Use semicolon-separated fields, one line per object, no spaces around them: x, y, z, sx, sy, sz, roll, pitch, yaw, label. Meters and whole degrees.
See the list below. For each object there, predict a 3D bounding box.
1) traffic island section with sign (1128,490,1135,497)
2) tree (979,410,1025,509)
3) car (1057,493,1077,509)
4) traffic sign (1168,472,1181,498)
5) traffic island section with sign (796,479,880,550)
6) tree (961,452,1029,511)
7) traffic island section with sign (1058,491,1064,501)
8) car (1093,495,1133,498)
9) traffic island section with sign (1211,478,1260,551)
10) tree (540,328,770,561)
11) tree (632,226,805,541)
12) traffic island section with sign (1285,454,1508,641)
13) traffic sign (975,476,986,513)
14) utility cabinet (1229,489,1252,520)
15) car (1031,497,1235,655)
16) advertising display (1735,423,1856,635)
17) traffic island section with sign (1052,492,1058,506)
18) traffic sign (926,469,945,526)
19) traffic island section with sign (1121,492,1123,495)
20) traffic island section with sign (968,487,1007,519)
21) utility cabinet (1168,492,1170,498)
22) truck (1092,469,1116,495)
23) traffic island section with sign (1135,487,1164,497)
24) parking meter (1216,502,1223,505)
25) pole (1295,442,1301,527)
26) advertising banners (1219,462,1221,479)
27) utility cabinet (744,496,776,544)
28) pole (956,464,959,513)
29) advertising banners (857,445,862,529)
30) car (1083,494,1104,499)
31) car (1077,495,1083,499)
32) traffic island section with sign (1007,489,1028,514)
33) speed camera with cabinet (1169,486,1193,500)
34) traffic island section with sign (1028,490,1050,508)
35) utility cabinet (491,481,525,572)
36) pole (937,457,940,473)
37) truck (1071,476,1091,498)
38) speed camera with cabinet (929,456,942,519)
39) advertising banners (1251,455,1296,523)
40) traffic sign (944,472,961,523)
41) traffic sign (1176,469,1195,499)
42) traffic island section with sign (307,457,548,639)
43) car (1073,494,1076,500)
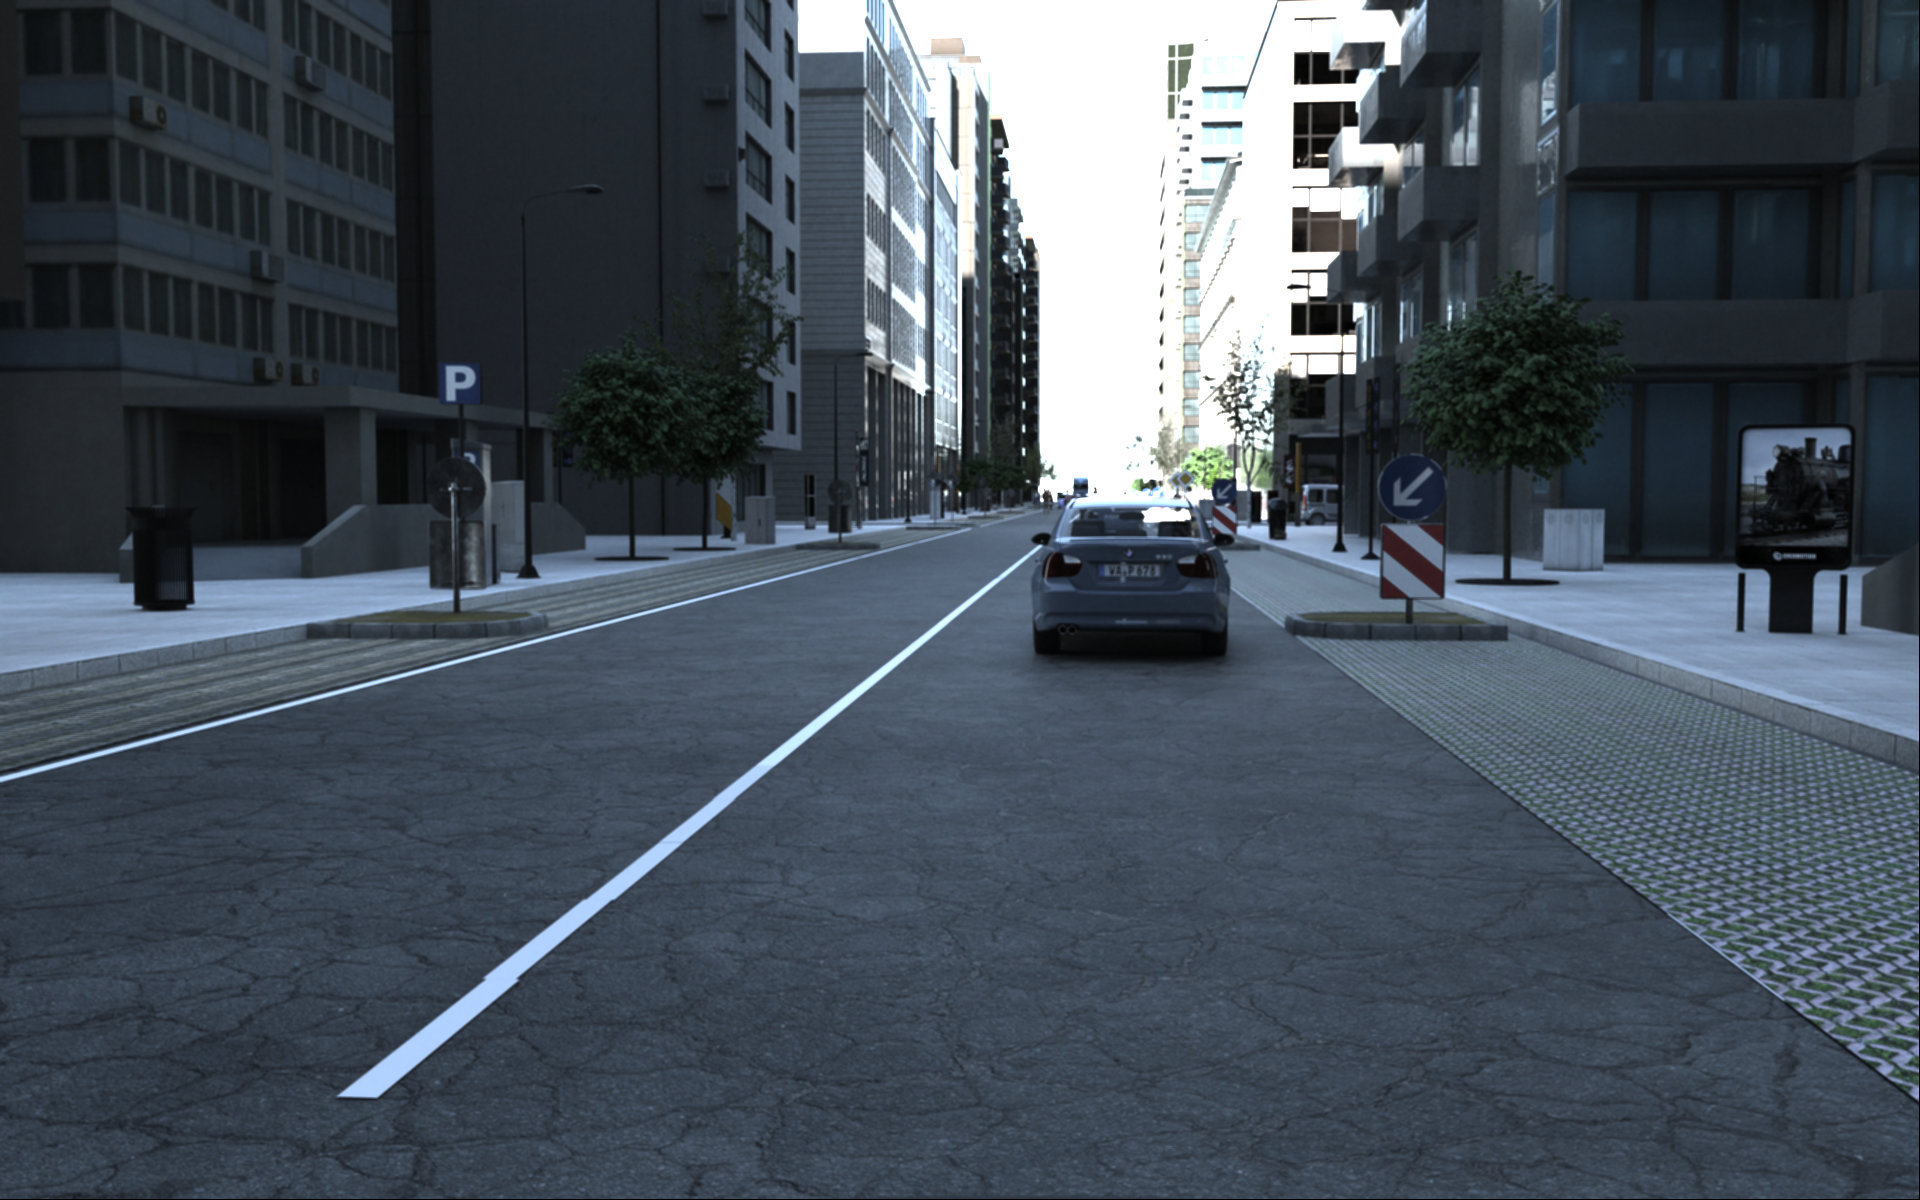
13.507;-7.216;126.610;1.989;1.847;2.006;0;4;5;traffic island section with sign
3.679;-12.276;151.073;4.360;8.622;3.978;0;3;0;tree
10.489;-9.804;169.894;1.945;1.707;3.694;0;4;3;car
9.670;-4.495;77.131;0.795;2.450;0.064;0;4;5;traffic sign
-3.126;-2.226;45.022;1.989;1.847;2.006;0;4;5;traffic island section with sign
3.015;-9.951;146.419;4.285;4.588;4.351;0;3;0;tree
14.800;-15.323;259.151;1.989;1.847;2.006;0;4;5;traffic island section with sign
4.627;-2.449;52.037;2.014;1.417;4.499;0;4;6;car
6.651;-2.204;44.656;1.989;1.847;2.006;0;4;5;traffic island section with sign
-6.509;-3.068;33.873;4.285;4.588;4.351;0;3;0;tree
-6.415;-5.919;47.132;4.737;8.622;4.395;0;3;0;tree
4.399;-0.561;17.795;1.989;1.847;2.006;0;4;5;traffic island section with sign
1.402;-7.321;119.810;0.768;2.556;0.104;1;4;10;traffic sign
13.554;-4.591;83.741;0.318;1.500;1.173;-3;5;-44;utility cabinet
1.663;-0.292;16.773;2.014;1.417;4.499;0;4;6;car
7.678;-0.657;15.958;0.974;1.923;0.123;2;4;24;advertising display
10.205;-11.973;204.382;1.989;1.847;2.006;0;4;5;traffic island section with sign
-1.003;-4.060;70.028;0.795;2.450;0.064;0;4;5;traffic sign
17.643;-10.241;176.072;1.989;1.847;2.006;0;4;5;traffic island section with sign
1.515;-5.619;100.491;1.989;1.847;2.006;0;4;5;traffic island section with sign
18.640;-8.684;150.654;1.173;1.500;0.318;2;4;29;utility cabinet
16.632;-12.870;199.340;2.839;4.237;11.283;0;4;4;truck
11.205;-5.538;99.167;1.989;1.847;2.006;0;4;5;traffic island section with sign
11.779;-4.463;78.686;0.399;1.863;0.255;1;4;10;parking meter
13.349;-4.559;68.381;0.158;3.312;0.155;0;3;0;pole
14.035;-6.007;94.408;0.090;3.025;2.074;1;4;18;advertising banners
-5.151;-2.043;44.563;0.306;1.237;1.020;-3;5;-40;utility cabinet
-0.172;-7.534;117.027;0.158;3.312;0.155;0;3;0;pole
-3.682;-4.099;63.205;0.090;3.025;2.074;0;4;1;advertising banners
7.598;-5.339;97.080;2.009;1.686;4.222;0;4;5;car
13.507;-11.710;204.043;1.945;1.354;3.894;0;4;7;car
3.772;-7.272;127.525;1.989;1.847;2.006;0;4;5;traffic island section with sign
19.047;-9.481;149.350;2.038;3.252;0.660;-2;4;-25;speed camera with cabinet
7.895;-10.285;176.785;1.989;1.847;2.006;0;4;5;traffic island section with sign
-7.479;-1.227;28.740;0.318;1.500;1.173;-2;4;-33;utility cabinet
-1.190;-6.154;94.456;0.158;3.312;0.155;0;3;0;pole
18.164;-16.679;262.465;2.967;4.110;18.799;0;4;3;truck
-1.259;-5.819;89.476;0.660;3.252;2.038;0;4;0;speed camera with cabinet
13.864;-4.934;76.866;2.074;3.025;0.090;0;4;-4;advertising banners
-0.338;-4.547;77.986;0.795;2.450;0.064;0;4;5;traffic sign
9.004;-4.008;69.174;0.795;2.450;0.064;0;4;5;traffic sign
-5.393;-0.570;17.947;1.989;1.847;2.006;0;4;5;traffic island section with sign
12.165;-11.070;193.003;2.014;1.417;4.499;0;4;4;car
